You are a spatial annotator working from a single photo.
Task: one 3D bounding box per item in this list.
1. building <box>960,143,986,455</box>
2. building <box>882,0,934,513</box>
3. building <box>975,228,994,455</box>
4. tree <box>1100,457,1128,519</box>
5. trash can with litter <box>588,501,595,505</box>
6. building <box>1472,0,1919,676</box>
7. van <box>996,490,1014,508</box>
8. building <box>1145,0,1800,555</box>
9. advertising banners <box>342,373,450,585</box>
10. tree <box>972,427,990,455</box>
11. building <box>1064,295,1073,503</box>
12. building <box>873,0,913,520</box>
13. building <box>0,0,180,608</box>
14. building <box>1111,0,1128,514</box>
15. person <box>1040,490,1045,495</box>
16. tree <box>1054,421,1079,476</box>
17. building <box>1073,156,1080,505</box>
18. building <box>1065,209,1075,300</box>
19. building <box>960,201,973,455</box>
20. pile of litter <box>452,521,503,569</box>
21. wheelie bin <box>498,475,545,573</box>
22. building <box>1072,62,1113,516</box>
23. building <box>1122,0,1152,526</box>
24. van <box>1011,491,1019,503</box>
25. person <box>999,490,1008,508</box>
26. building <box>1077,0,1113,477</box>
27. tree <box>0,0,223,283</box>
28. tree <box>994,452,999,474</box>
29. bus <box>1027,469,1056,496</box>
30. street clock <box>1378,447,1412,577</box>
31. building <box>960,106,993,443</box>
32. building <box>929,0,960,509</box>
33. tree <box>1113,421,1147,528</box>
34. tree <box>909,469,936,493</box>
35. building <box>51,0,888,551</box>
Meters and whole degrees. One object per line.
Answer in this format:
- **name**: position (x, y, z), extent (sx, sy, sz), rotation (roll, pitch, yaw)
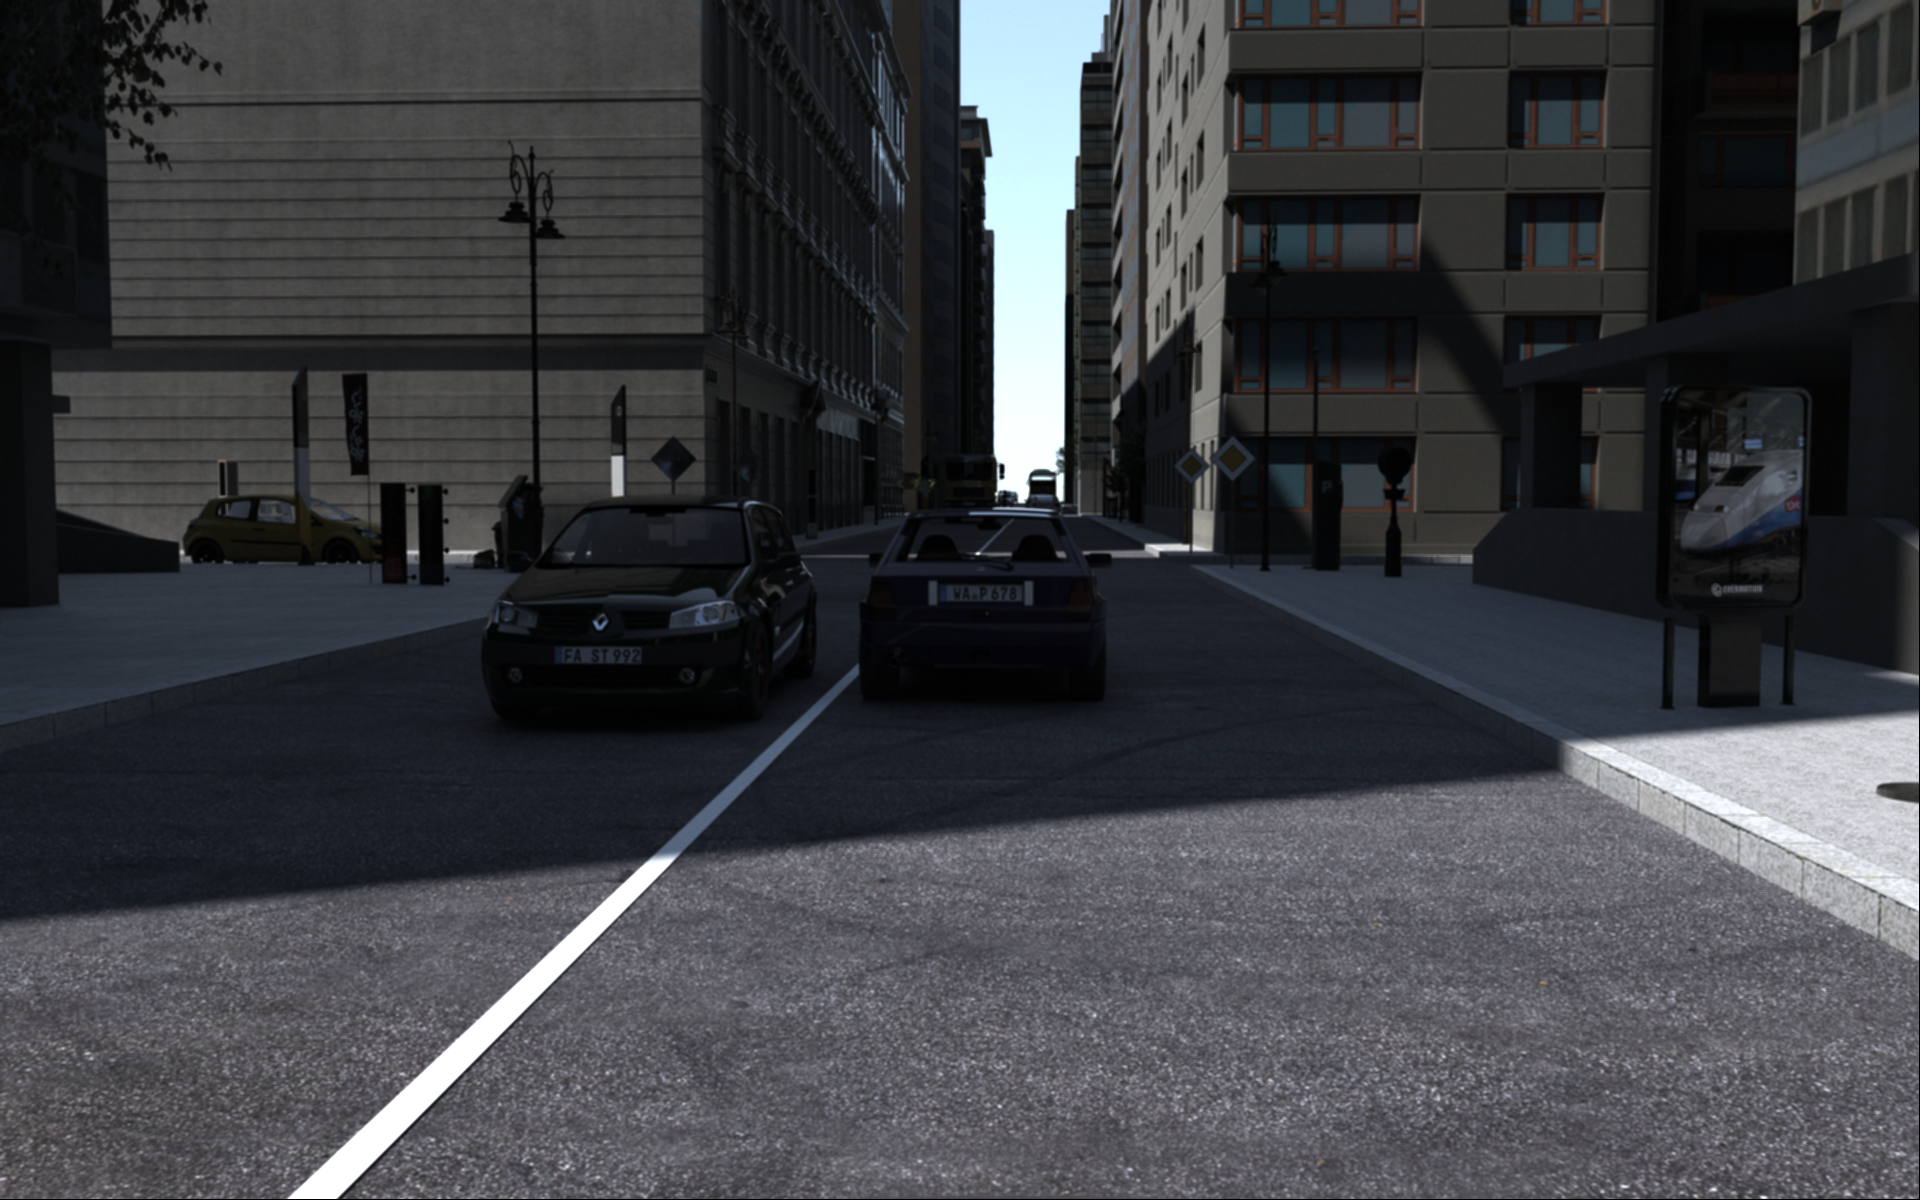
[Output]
- **building**: position (-8.134, -34.073, 211.711), extent (22.147, 44.769, 28.867), rotation (0, 4, 3)
- **building**: position (-9.137, -28.795, 120.915), extent (14.600, 45.320, 14.200), rotation (0, 4, 3)
- **building**: position (-2.041, -35.294, 260.658), extent (14.154, 41.232, 14.086), rotation (0, 4, 3)
- **tree**: position (7.937, -5.763, 88.826), extent (1.663, 3.219, 1.824), rotation (0, 3, 0)
- **trash can with litter**: position (-5.661, -1.033, 28.274), extent (0.624, 1.170, 1.055), rotation (2, 4, 31)
- **building**: position (23.124, -19.822, 15.964), extent (32.217, 40.220, 23.993), rotation (0, 4, 3)
- **van**: position (4.794, -10.884, 184.961), extent (2.013, 2.044, 4.112), rotation (0, 4, 1)
- **building**: position (20.635, -12.473, 48.978), extent (28.899, 21.520, 27.650), rotation (0, 4, 3)
- **advertising banners**: position (-8.090, -1.747, 24.751), extent (2.074, 3.025, 0.090), rotation (2, 4, 30)
- **tree**: position (1.333, -14.715, 190.955), extent (4.737, 8.622, 4.395), rotation (0, 3, 0)
- **building**: position (22.106, -29.273, 250.311), extent (14.160, 30.474, 14.107), rotation (0, 4, 3)
- **building**: position (-9.871, -18.712, 91.852), extent (13.634, 28.700, 20.117), rotation (0, 4, 3)
- **building**: position (-21.936, -19.684, 13.707), extent (23.993, 40.220, 32.217), rotation (0, 4, 3)
- **building**: position (19.998, -29.173, 100.678), extent (21.300, 48.544, 21.600), rotation (0, 4, 3)
- **person**: position (6.330, -7.521, 132.413), extent (0.756, 1.711, 0.436), rotation (2, 4, 30)
- **tree**: position (13.970, -16.091, 197.502), extent (7.601, 10.594, 8.767), rotation (3, 5, 41)
- **building**: position (20.946, -32.305, 211.773), extent (14.154, 41.232, 14.086), rotation (0, 4, 3)
- **building**: position (22.979, -37.545, 263.977), extent (14.600, 45.320, 14.200), rotation (0, 4, 3)
- **building**: position (-5.982, -24.852, 178.023), extent (14.160, 30.474, 14.107), rotation (0, 4, 3)
- **pile of litter**: position (-7.939, -0.983, 30.036), extent (1.719, 0.858, 1.176), rotation (-1, 4, -10)
- **wheelie bin**: position (-7.207, -1.261, 28.525), extent (0.693, 1.594, 0.980), rotation (-2, 4, -27)
- **building**: position (15.195, -21.264, 119.368), extent (14.160, 30.474, 14.107), rotation (0, 4, 3)
- **building**: position (14.346, -25.997, 75.154), extent (14.600, 45.320, 14.200), rotation (0, 4, 3)
- **van**: position (8.137, -15.940, 267.637), extent (2.013, 2.044, 4.112), rotation (0, 4, 2)
- **person**: position (3.284, -7.418, 130.503), extent (0.721, 1.743, 1.217), rotation (-2, 4, -32)
- **building**: position (23.873, -33.804, 172.299), extent (23.786, 49.044, 30.456), rotation (0, 4, 3)
- **tree**: position (-6.835, -3.741, 11.521), extent (4.360, 8.622, 3.978), rotation (0, 3, 0)
- **tree**: position (4.308, -19.724, 272.845), extent (4.360, 8.622, 3.978), rotation (0, 3, 0)
- **bus**: position (8.044, -10.931, 170.266), extent (2.896, 3.916, 12.252), rotation (0, 4, 2)
- **street clock**: position (6.723, -1.362, 26.831), extent (0.471, 2.002, 0.358), rotation (-1, 4, -20)
- **building**: position (-10.188, -39.785, 239.728), extent (28.713, 52.752, 27.495), rotation (0, 4, 3)
- **building**: position (-11.072, -36.690, 141.883), extent (21.231, 58.520, 28.212), rotation (0, 4, 3)
- **tree**: position (7.581, -5.076, 66.711), extent (4.285, 4.588, 4.351), rotation (0, 3, 0)
- **tree**: position (-2.188, -7.153, 111.546), extent (1.663, 3.219, 1.824), rotation (0, 3, 0)
- **building**: position (-12.633, -17.335, 59.845), extent (17.030, 29.872, 44.131), rotation (0, 4, 3)
